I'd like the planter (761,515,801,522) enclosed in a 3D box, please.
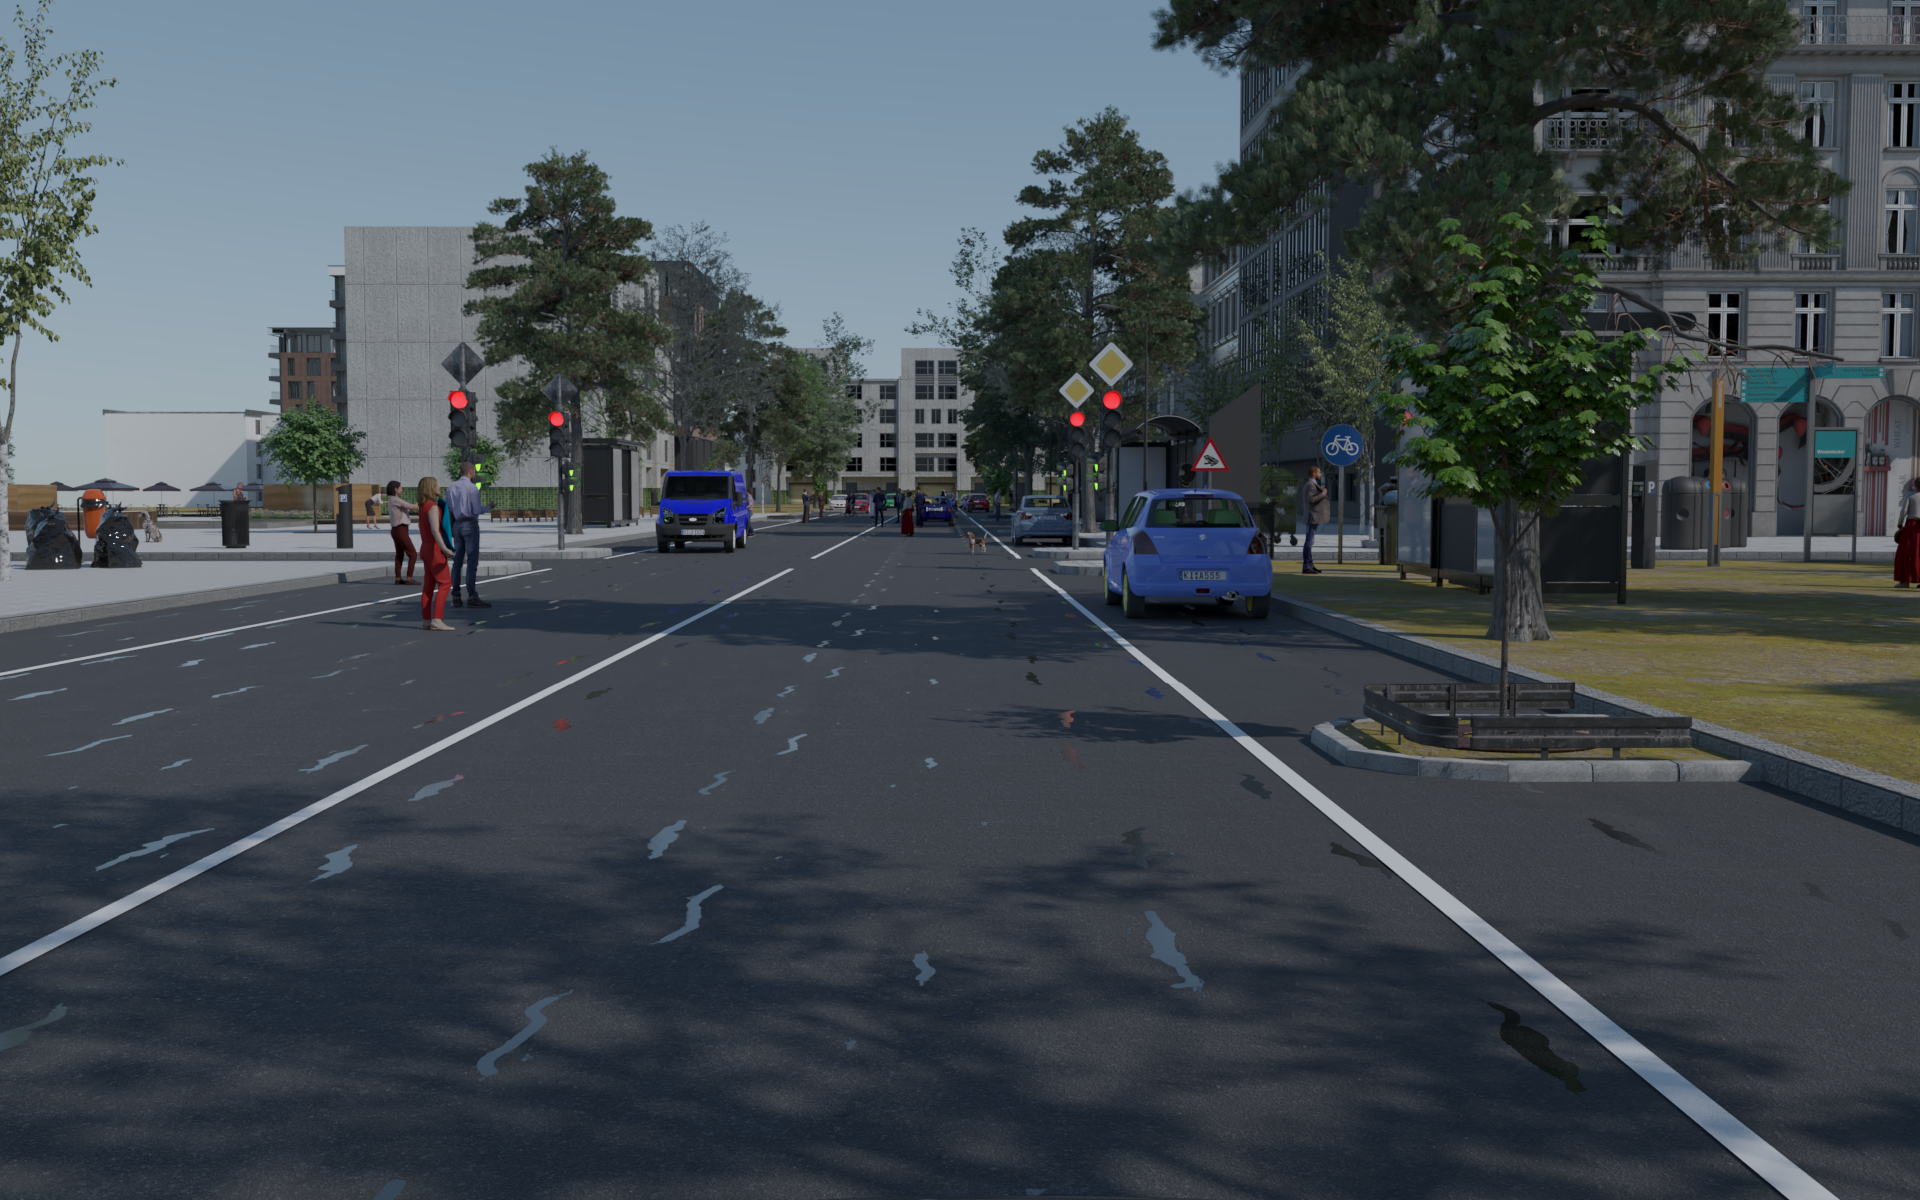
[{"bbox_3d":[-9.418,-4.294,91.345,1.991,0.319,1.994,0,4,-1],"label":"planter"}]

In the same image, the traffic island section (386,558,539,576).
[{"bbox_3d":[-9.067,-0.578,31.724,2.009,0.180,2.903,0,4,-1],"label":"traffic island section"}]

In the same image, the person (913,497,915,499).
[{"bbox_3d":[-4.102,-10.001,172.110,0.705,1.812,1.348,3,5,45],"label":"person"}]

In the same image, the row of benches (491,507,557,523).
[{"bbox_3d":[-19.945,-3.918,79.529,1.422,0.672,4.104,2,4,31],"label":"row of benches"}]

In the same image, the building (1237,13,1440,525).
[{"bbox_3d":[21.882,-17.589,81.094,14.314,27.812,24.014,0,4,-1],"label":"building"}]

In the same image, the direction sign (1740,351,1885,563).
[{"bbox_3d":[15.868,-2.643,31.970,2.525,3.948,1.411,1,4,9],"label":"direction sign"}]

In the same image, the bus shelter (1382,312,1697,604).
[{"bbox_3d":[7.384,-2.853,24.279,2.179,5.291,8.768,0,4,-1],"label":"bus shelter"}]

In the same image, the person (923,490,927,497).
[{"bbox_3d":[-3.039,-8.375,145.948,1.217,1.766,0.721,1,4,8],"label":"person"}]

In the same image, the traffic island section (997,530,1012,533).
[{"bbox_3d":[2.398,-2.546,64.501,1.991,0.108,1.994,0,4,-1],"label":"traffic island section"}]

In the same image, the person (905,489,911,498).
[{"bbox_3d":[-4.251,-8.025,139.582,0.599,1.838,0.709,1,4,19],"label":"person"}]

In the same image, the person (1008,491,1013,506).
[{"bbox_3d":[6.012,-11.366,193.958,1.348,1.869,0.705,-1,4,-22],"label":"person"}]

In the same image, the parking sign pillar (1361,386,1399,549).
[{"bbox_3d":[10.266,-3.216,41.060,1.447,3.967,1.447,-1,4,-8],"label":"parking sign pillar"}]

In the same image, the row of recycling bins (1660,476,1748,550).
[{"bbox_3d":[17.535,-2.065,40.870,3.534,1.692,1.069,-3,5,-44],"label":"row of recycling bins"}]

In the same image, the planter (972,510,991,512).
[{"bbox_3d":[1.521,-7.380,141.807,1.991,0.319,1.994,0,4,-1],"label":"planter"}]

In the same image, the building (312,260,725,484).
[{"bbox_3d":[-40.094,-19.663,165.462,32.646,21.610,27.936,0,4,-1],"label":"building"}]

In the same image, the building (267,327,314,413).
[{"bbox_3d":[-68.419,-23.170,222.798,32.646,21.610,27.936,0,4,-1],"label":"building"}]

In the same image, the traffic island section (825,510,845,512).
[{"bbox_3d":[-9.990,-7.268,141.694,1.991,0.108,1.994,0,4,-1],"label":"traffic island section"}]

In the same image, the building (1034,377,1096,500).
[{"bbox_3d":[24.272,-21.527,218.426,31.486,18.905,16.747,0,4,-1],"label":"building"}]

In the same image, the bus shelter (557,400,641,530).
[{"bbox_3d":[-13.821,-5.402,65.948,2.179,5.291,8.768,0,4,-1],"label":"bus shelter"}]

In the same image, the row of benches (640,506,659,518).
[{"bbox_3d":[-17.931,-4.849,94.747,4.104,0.672,1.422,-1,4,-16],"label":"row of benches"}]

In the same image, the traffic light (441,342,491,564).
[{"bbox_3d":[-9.027,-2.590,31.591,0.839,4.213,0.868,0,4,-1],"label":"traffic light"}]

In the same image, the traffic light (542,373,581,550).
[{"bbox_3d":[-9.118,-3.078,39.576,0.839,4.213,0.868,0,4,-1],"label":"traffic light"}]

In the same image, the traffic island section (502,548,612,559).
[{"bbox_3d":[-9.158,-1.066,39.709,2.009,0.180,2.903,0,4,-1],"label":"traffic island section"}]

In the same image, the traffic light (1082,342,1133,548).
[{"bbox_3d":[2.733,-2.599,31.740,0.839,4.213,0.868,0,4,-1],"label":"traffic light"}]

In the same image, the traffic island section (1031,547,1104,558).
[{"bbox_3d":[2.683,-1.074,39.838,2.009,0.180,2.903,0,4,-1],"label":"traffic island section"}]

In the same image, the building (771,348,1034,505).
[{"bbox_3d":[-7.212,-21.506,218.084,31.486,18.905,16.747,0,4,-1],"label":"building"}]

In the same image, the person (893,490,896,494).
[{"bbox_3d":[-6.658,-10.271,176.063,0.705,1.869,1.348,-2,4,-24],"label":"person"}]

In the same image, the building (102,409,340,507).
[{"bbox_3d":[-70.566,-14.286,175.717,28.070,9.664,9.099,0,4,-1],"label":"building"}]

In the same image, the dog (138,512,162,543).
[{"bbox_3d":[-21.402,-1.927,45.882,0.513,0.831,0.800,-3,4,-38],"label":"dog"}]

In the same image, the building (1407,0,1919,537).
[{"bbox_3d":[27.693,-13.142,56.672,24.055,21.916,13.314,0,4,-1],"label":"building"}]

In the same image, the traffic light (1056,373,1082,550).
[{"bbox_3d":[2.643,-3.087,39.724,0.839,4.213,0.868,0,4,-1],"label":"traffic light"}]

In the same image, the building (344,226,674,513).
[{"bbox_3d":[-32.390,-16.148,130.477,16.747,18.905,31.486,0,4,-1],"label":"building"}]

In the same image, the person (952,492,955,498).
[{"bbox_3d":[-0.747,-10.210,176.901,0.415,1.643,0.593,1,4,22],"label":"person"}]

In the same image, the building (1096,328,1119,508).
[{"bbox_3d":[22.989,-18.248,164.819,16.747,18.905,31.486,0,4,-1],"label":"building"}]

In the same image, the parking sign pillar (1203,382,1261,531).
[{"bbox_3d":[6.548,-3.257,41.731,1.447,3.967,1.447,-1,4,-9],"label":"parking sign pillar"}]

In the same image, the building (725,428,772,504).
[{"bbox_3d":[-37.014,-16.607,213.663,28.070,9.664,9.099,0,4,-1],"label":"building"}]

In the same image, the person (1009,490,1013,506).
[{"bbox_3d":[5.453,-10.795,183.364,0.721,1.723,1.217,-1,4,-22],"label":"person"}]

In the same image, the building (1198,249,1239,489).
[{"bbox_3d":[21.086,-16.409,104.450,11.583,22.565,21.152,0,4,-1],"label":"building"}]

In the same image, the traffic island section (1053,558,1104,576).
[{"bbox_3d":[2.773,-0.585,31.853,2.009,0.180,2.903,0,4,-1],"label":"traffic island section"}]

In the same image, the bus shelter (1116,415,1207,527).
[{"bbox_3d":[5.283,-3.241,46.917,2.014,3.302,5.546,0,4,-1],"label":"bus shelter"}]

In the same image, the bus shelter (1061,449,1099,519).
[{"bbox_3d":[6.501,-6.225,93.054,1.731,3.624,6.357,0,4,-1],"label":"bus shelter"}]

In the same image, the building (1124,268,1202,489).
[{"bbox_3d":[22.659,-16.293,132.845,16.747,18.905,31.486,0,4,-1],"label":"building"}]
